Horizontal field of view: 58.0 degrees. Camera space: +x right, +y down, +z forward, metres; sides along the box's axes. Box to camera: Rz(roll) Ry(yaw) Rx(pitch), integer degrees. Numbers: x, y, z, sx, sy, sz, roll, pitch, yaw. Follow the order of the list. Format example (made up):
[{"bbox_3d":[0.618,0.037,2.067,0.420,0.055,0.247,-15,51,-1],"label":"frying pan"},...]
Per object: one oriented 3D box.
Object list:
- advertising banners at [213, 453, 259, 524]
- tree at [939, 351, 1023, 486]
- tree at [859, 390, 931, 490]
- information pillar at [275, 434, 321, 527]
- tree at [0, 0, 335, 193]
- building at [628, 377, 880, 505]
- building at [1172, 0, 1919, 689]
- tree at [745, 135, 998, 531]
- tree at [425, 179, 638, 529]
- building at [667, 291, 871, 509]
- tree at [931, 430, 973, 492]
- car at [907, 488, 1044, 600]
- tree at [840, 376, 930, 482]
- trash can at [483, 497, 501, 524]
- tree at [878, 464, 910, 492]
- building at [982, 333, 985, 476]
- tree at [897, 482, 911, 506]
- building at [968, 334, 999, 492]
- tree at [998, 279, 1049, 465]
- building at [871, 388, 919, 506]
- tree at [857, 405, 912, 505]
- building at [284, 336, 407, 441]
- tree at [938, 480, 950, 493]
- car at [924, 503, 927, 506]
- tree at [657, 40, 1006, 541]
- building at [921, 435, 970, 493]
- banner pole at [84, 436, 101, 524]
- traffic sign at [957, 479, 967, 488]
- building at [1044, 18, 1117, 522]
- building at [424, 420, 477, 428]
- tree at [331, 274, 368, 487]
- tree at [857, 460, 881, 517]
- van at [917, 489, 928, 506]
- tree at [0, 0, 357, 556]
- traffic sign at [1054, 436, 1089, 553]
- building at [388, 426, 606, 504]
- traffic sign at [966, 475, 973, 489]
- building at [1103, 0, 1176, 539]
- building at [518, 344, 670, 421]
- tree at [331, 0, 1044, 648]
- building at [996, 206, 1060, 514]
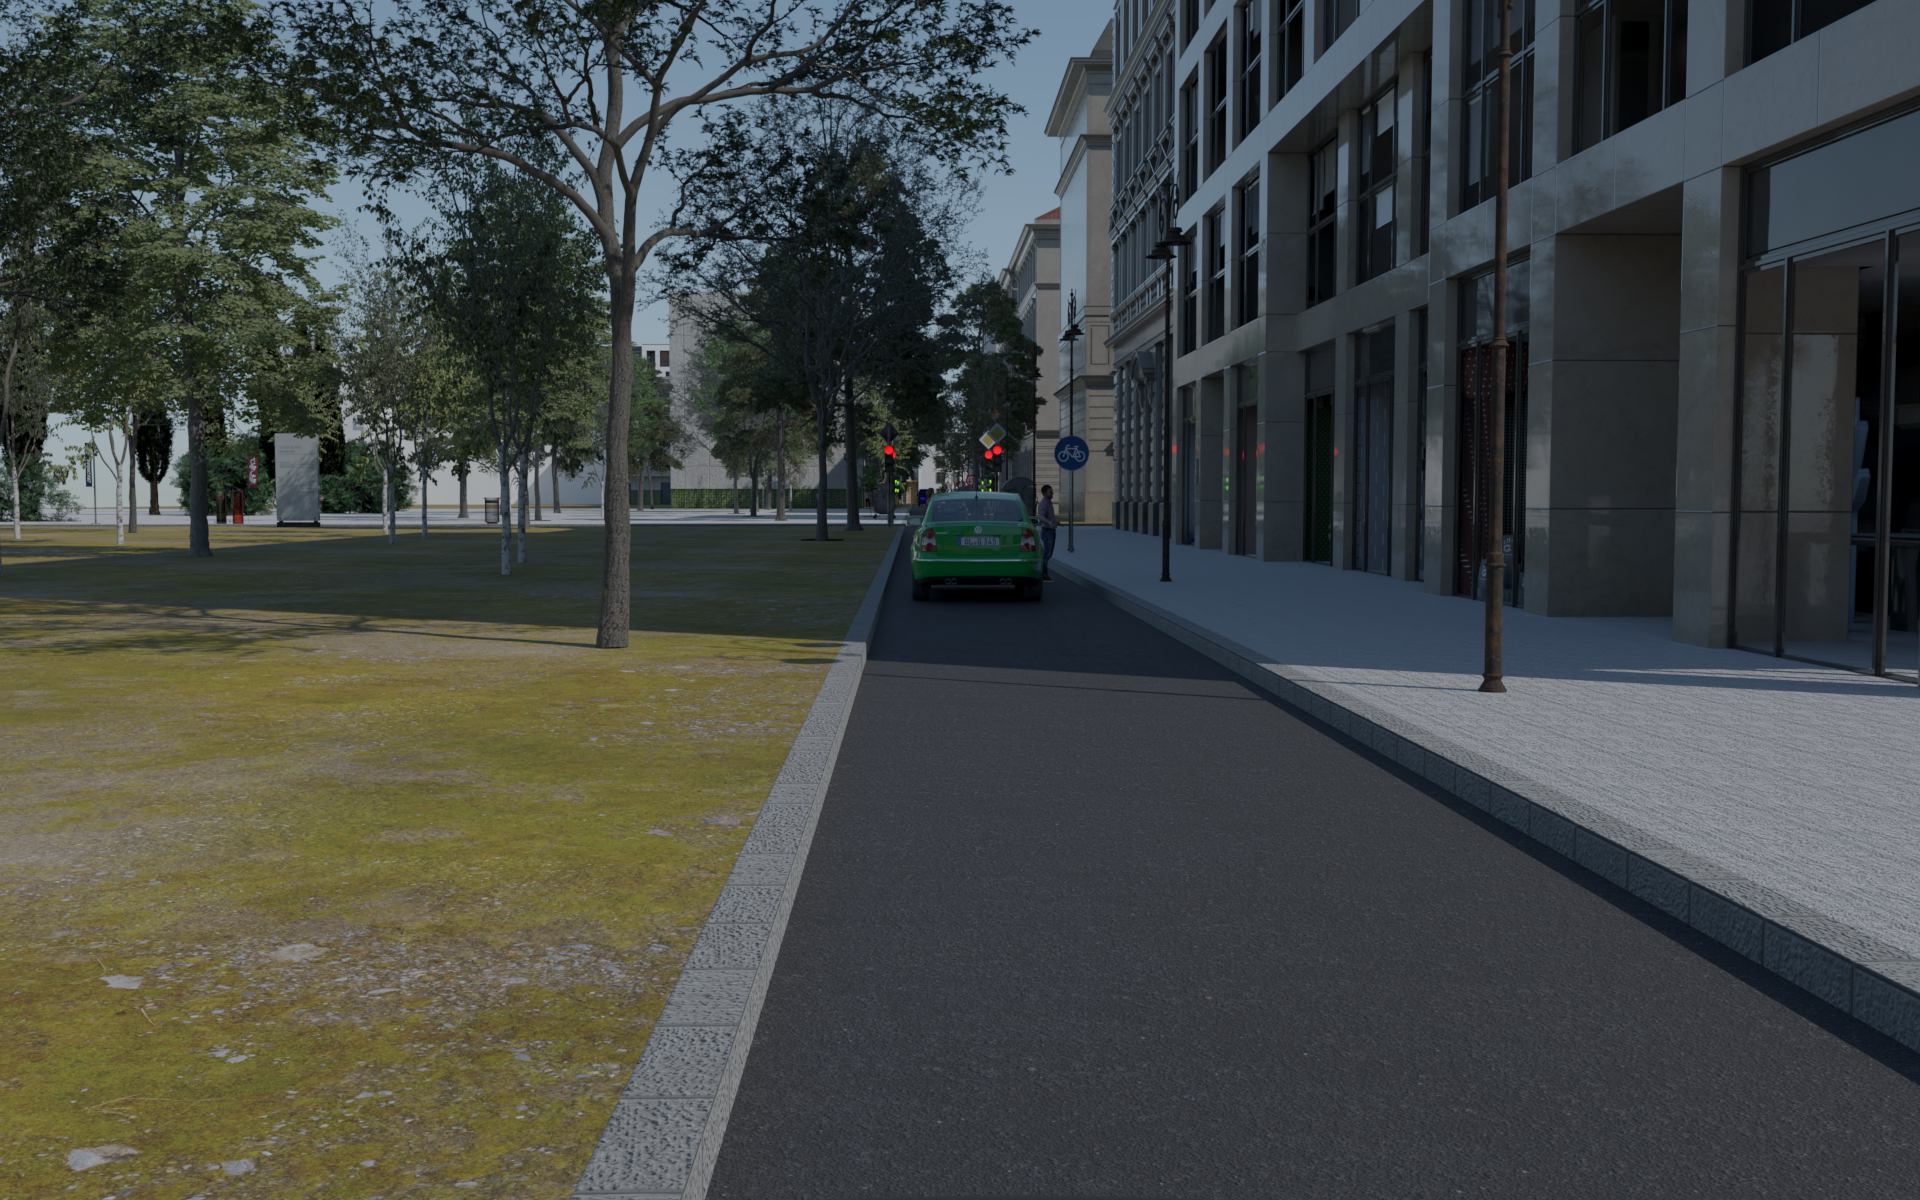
[{"bbox_3d":[-30.937,-4.764,74.082,2.074,3.025,0.090,0,4,6],"label":"advertising banners"},{"bbox_3d":[1.210,-8.428,88.162,4.360,8.622,3.978,0,3,0],"label":"tree"},{"bbox_3d":[-4.916,-10.009,114.006,4.737,8.622,4.395,0,3,0],"label":"tree"},{"bbox_3d":[-25.734,-4.646,67.284,1.656,3.620,0.184,0,4,1],"label":"information pillar"},{"bbox_3d":[-12.872,-5.213,19.637,7.601,10.594,8.767,0,4,8],"label":"tree"},{"bbox_3d":[-25.885,-21.302,214.749,31.486,18.905,16.747,0,4,-1],"label":"building"},{"bbox_3d":[15.483,-13.614,27.101,19.350,26.468,34.151,0,4,-1],"label":"building"},{"bbox_3d":[-4.047,-9.362,60.491,7.806,13.903,7.818,0,3,0],"label":"tree"},{"bbox_3d":[-15.445,-8.846,62.764,7.486,12.596,7.792,0,3,0],"label":"tree"},{"bbox_3d":[-17.363,-18.391,167.157,16.747,18.905,31.486,0,4,-1],"label":"building"},{"bbox_3d":[-1.159,-14.010,179.425,4.737,8.622,4.395,0,3,0],"label":"tree"},{"bbox_3d":[0.212,-0.975,24.737,1.959,1.807,4.718,0,4,-1],"label":"car"},{"bbox_3d":[-5.799,-14.481,143.413,9.857,13.997,8.962,0,3,0],"label":"tree"},{"bbox_3d":[-20.113,-3.841,74.451,0.748,1.137,0.748,0,3,0],"label":"trash can"},{"bbox_3d":[-6.036,-10.622,157.381,4.285,4.588,4.351,0,3,0],"label":"tree"},{"bbox_3d":[16.121,-20.855,184.953,27.936,21.610,32.646,0,4,-1],"label":"building"},{"bbox_3d":[-6.315,-11.574,183.842,1.663,3.219,1.824,0,3,0],"label":"tree"},{"bbox_3d":[9.111,-21.456,207.232,16.016,20.091,11.380,0,4,-1],"label":"building"},{"bbox_3d":[0.829,-11.704,98.776,7.806,13.903,7.818,0,3,0],"label":"tree"},{"bbox_3d":[-11.557,-23.779,245.214,11.380,20.091,16.016,0,4,-1],"label":"building"},{"bbox_3d":[-5.717,-11.216,133.744,4.360,8.622,3.978,0,3,0],"label":"tree"},{"bbox_3d":[-76.384,-21.857,213.775,11.380,20.091,16.016,0,4,-1],"label":"building"},{"bbox_3d":[-1.963,-13.957,222.793,1.663,3.219,1.824,0,3,0],"label":"tree"},{"bbox_3d":[-0.567,-3.949,76.562,2.014,1.417,4.499,0,4,-2],"label":"car"},{"bbox_3d":[-3.720,-8.362,47.081,12.009,13.543,11.850,0,3,0],"label":"tree"},{"bbox_3d":[8.495,-18.353,242.213,28.070,9.664,9.099,0,4,-1],"label":"building"},{"bbox_3d":[-37.288,-5.157,74.335,0.401,3.779,0.863,0,4,7],"label":"banner pole"},{"bbox_3d":[0.200,-8.682,141.948,0.884,2.594,0.081,0,4,8],"label":"traffic sign"},{"bbox_3d":[19.743,-15.461,86.065,30.059,22.955,16.112,0,4,-1],"label":"building"},{"bbox_3d":[-67.620,-23.715,244.161,11.380,20.091,16.016,0,4,-1],"label":"building"},{"bbox_3d":[-15.280,-6.093,49.975,4.737,8.622,4.395,0,3,0],"label":"tree"},{"bbox_3d":[-4.920,-6.256,96.886,1.663,3.219,1.824,0,3,0],"label":"tree"},{"bbox_3d":[-3.947,-12.087,202.010,2.240,2.365,5.245,0,4,-1],"label":"van"},{"bbox_3d":[-15.995,-7.156,35.126,7.486,12.596,7.792,0,3,0],"label":"tree"},{"bbox_3d":[2.436,-2.304,37.781,0.768,2.556,0.104,0,4,8],"label":"traffic sign"},{"bbox_3d":[-56.769,-16.910,218.629,28.070,9.664,9.099,0,4,-1],"label":"building"},{"bbox_3d":[0.744,-6.916,113.175,0.768,2.556,0.104,0,4,2],"label":"traffic sign"},{"bbox_3d":[10.626,-13.773,54.072,11.050,23.489,19.941,0,4,-1],"label":"building"},{"bbox_3d":[-45.740,-24.808,249.584,32.646,21.610,27.936,0,4,-1],"label":"building"},{"bbox_3d":[-2.605,-4.888,14.339,7.601,10.594,8.767,-2,4,-33],"label":"tree"},{"bbox_3d":[8.654,-18.593,140.157,11.583,22.565,21.152,0,4,-1],"label":"building"}]
